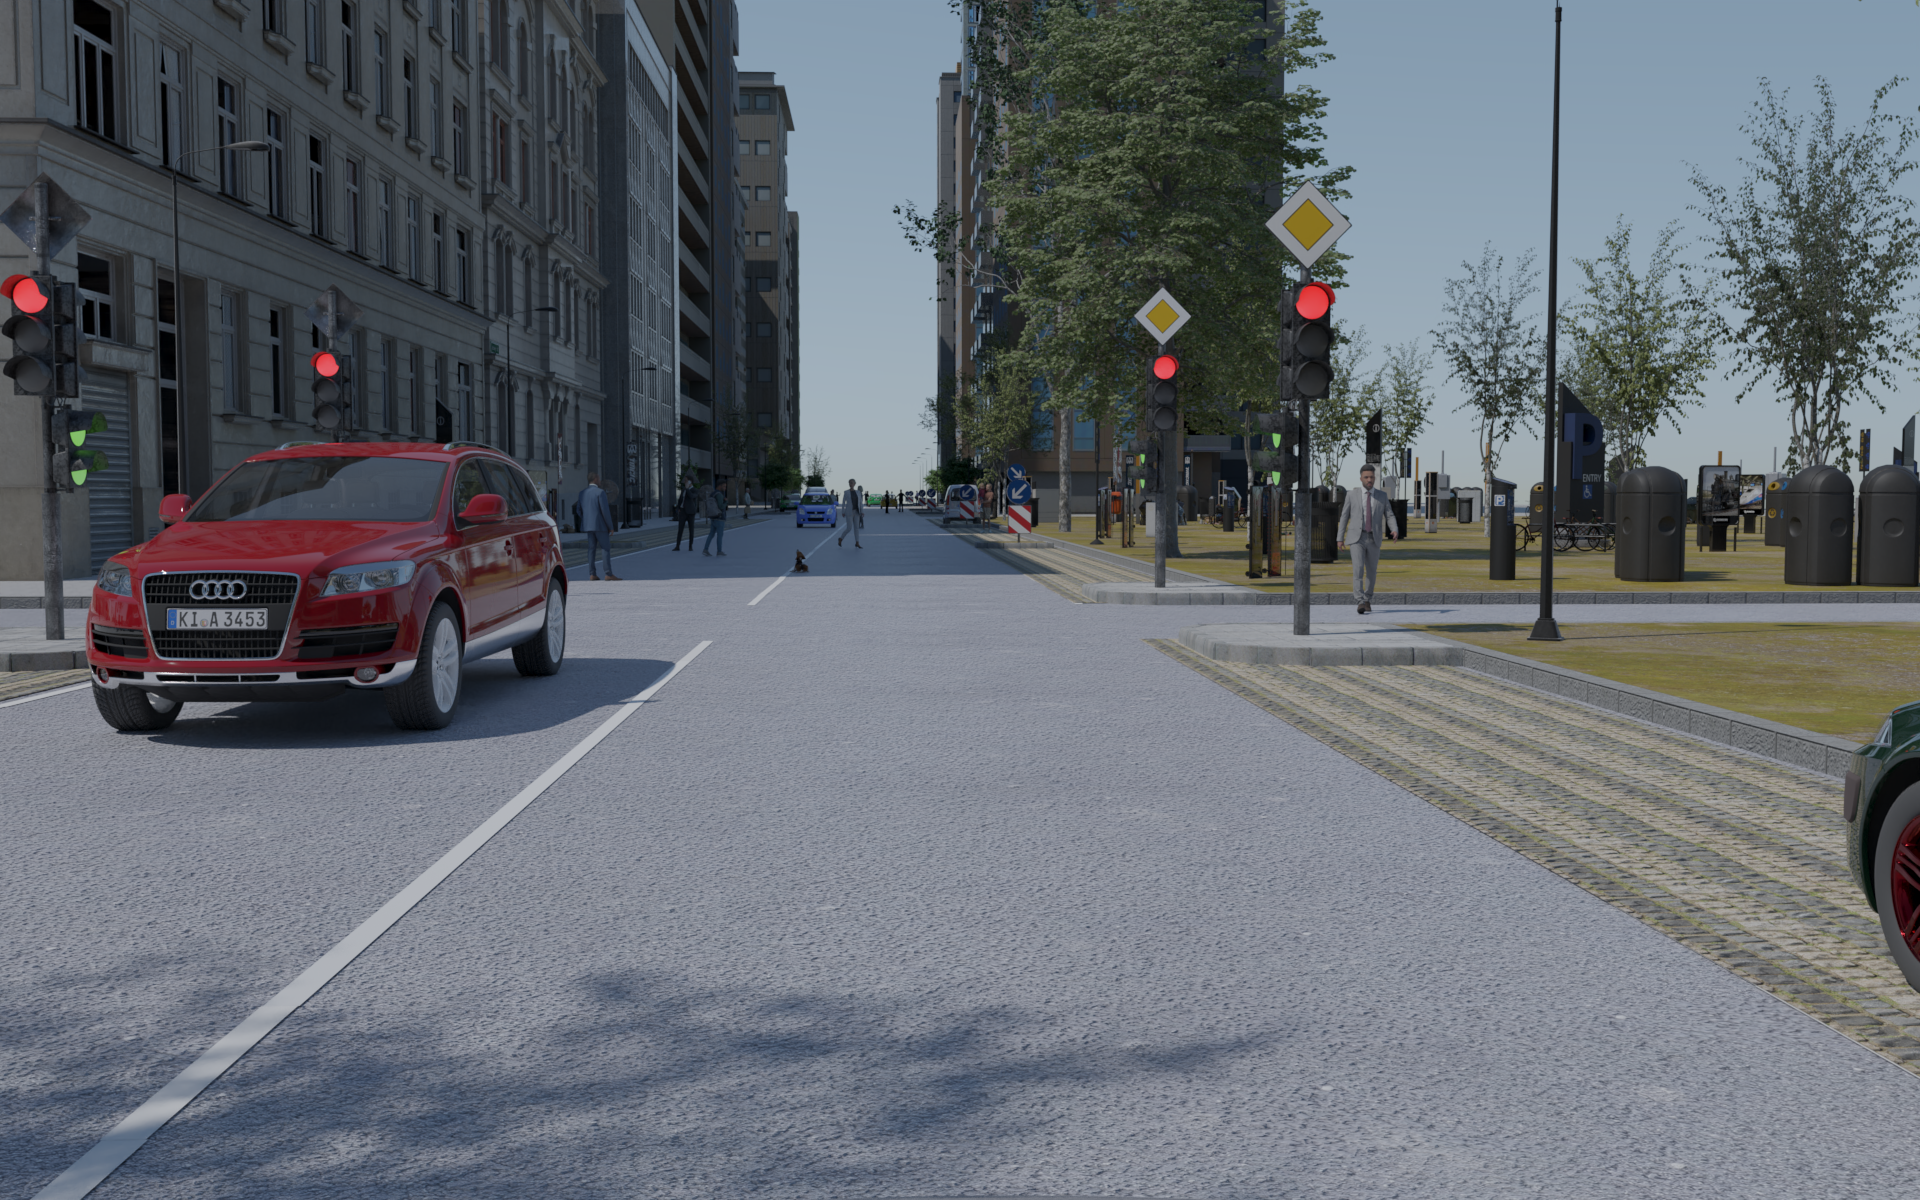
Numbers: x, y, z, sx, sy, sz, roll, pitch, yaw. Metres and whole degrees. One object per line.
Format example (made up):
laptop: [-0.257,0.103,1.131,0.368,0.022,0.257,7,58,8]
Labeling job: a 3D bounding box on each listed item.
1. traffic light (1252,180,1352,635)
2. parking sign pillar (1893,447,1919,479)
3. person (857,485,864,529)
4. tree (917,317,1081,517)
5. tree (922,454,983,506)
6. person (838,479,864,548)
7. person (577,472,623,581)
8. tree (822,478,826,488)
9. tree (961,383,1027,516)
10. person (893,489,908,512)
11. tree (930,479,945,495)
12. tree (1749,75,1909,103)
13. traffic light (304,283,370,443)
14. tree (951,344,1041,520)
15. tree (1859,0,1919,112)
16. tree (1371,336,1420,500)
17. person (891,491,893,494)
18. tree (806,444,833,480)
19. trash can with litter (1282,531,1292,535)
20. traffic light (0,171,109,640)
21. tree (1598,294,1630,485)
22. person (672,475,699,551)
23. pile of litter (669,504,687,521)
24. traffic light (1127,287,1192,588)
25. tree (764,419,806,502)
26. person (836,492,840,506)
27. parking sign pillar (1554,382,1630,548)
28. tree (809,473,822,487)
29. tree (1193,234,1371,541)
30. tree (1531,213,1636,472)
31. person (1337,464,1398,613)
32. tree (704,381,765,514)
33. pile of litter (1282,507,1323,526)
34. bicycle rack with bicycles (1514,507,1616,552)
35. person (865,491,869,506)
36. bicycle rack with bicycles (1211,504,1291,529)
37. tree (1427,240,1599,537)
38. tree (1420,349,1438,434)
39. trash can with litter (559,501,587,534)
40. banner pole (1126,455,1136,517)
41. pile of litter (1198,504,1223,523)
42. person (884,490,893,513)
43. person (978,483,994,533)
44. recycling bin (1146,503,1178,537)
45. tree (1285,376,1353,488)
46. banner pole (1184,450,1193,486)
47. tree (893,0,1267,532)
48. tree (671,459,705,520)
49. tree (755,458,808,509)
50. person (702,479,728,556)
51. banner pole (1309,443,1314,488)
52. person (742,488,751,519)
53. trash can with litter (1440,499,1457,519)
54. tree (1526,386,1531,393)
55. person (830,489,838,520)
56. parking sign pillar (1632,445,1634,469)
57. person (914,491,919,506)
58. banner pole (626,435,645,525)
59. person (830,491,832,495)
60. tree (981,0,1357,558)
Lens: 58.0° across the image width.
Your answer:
traffic light: [3.094,-1.636,15.667,0.839,4.253,0.868,0,4,-3]
parking sign pillar: [53.634,-6.713,98.223,1.447,3.967,1.447,0,4,4]
person: [-4.248,-3.882,72.148,0.526,1.800,0.537,1,4,21]
tree: [1.914,-9.640,92.032,8.767,10.594,7.601,-1,4,-13]
tree: [0.039,-8.784,127.325,4.285,4.588,4.351,0,3,0]
person: [-2.888,-2.289,45.803,0.818,1.842,0.514,3,5,41]
person: [-5.987,-1.218,28.595,0.721,1.800,0.419,1,4,20]
tree: [-20.815,-16.182,248.295,4.285,4.588,4.351,0,3,0]
tree: [2.056,-9.325,102.829,4.360,8.622,3.978,0,3,0]
person: [-4.715,-7.919,138.003,1.348,1.821,0.705,2,4,26]
tree: [-2.092,-11.681,185.585,1.663,3.219,1.824,0,3,0]
tree: [14.645,-4.856,29.763,4.360,8.622,3.978,0,3,0]
traffic light: [-8.322,-2.092,23.121,0.839,4.253,0.868,0,4,-3]
tree: [1.962,-8.176,84.048,4.737,8.622,4.395,0,3,0]
tree: [6.539,-3.636,9.810,4.737,8.622,4.395,0,3,0]
tree: [16.195,-7.546,73.736,4.737,8.622,4.395,0,3,0]
person: [-9.463,-14.255,241.576,0.705,1.824,1.348,-1,4,-20]
tree: [-21.270,-18.784,257.476,4.360,8.622,3.978,0,3,0]
trash can with litter: [9.809,-2.633,54.107,1.678,1.210,2.233,1,4,14]
traffic light: [-7.955,-1.604,15.144,0.839,4.253,0.868,0,4,-3]
tree: [23.839,-6.809,61.692,4.360,8.622,3.978,0,3,0]
person: [-6.906,-2.191,43.691,0.648,1.900,0.474,1,4,16]
pile of litter: [-13.177,-4.158,81.954,1.176,0.858,1.719,-1,4,-12]
traffic light: [2.726,-2.124,23.643,0.839,4.253,0.868,0,4,-3]
tree: [-17.364,-13.359,168.786,4.737,8.622,4.395,0,3,0]
person: [-14.886,-12.397,211.993,0.742,1.727,0.445,1,4,23]
parking sign pillar: [15.046,-3.272,41.968,1.447,3.967,1.447,-2,4,-33]
tree: [-17.984,-12.377,186.076,4.285,4.588,4.351,0,3,0]
tree: [8.142,-5.905,46.905,4.737,8.622,4.395,0,3,0]
tree: [18.086,-5.858,46.137,4.737,8.622,4.395,0,3,0]
person: [4.904,-0.740,20.878,0.678,1.792,0.850,0,4,5]
tree: [-14.447,-9.883,111.947,4.360,8.622,3.978,0,3,0]
pile of litter: [13.901,-3.441,70.223,1.176,0.858,1.719,-2,4,-31]
bicycle rack with bicycles: [14.043,-1.574,39.113,2.925,0.926,2.852,3,4,36]
person: [-10.755,-11.837,202.172,0.705,1.807,1.348,-2,4,-30]
bicycle rack with bicycles: [11.001,-3.171,65.230,2.925,0.926,2.852,1,4,12]
tree: [15.891,-6.166,51.170,4.360,8.622,3.978,0,3,0]
tree: [20.561,-8.022,81.519,4.737,8.622,4.395,0,3,0]
trash can with litter: [-12.527,-2.764,56.575,0.624,1.170,1.055,3,4,38]
banner pole: [9.732,-6.586,97.697,0.863,3.779,0.401,0,4,-5]
pile of litter: [11.390,-3.855,76.997,1.719,0.858,1.176,0,4,-4]
person: [-5.341,-7.309,128.721,0.721,1.735,1.217,-2,4,-30]
person: [0.922,-3.391,63.911,0.580,1.828,0.573,-1,4,-15]
recycling bin: [5.994,-2.376,51.398,0.722,1.027,0.722,3,4,36]
tree: [19.862,-8.877,95.505,4.360,8.622,3.978,0,3,0]
banner pole: [12.925,-6.585,97.685,0.401,3.779,0.863,-2,4,-34]
tree: [4.105,-12.450,59.443,12.611,20.169,13.585,0,3,0]
tree: [-13.478,-5.658,87.110,1.663,3.219,1.824,0,3,0]
tree: [-16.675,-10.438,154.380,4.285,4.588,4.351,0,3,0]
person: [-5.569,-1.893,39.803,0.623,1.781,0.721,3,5,44]
banner pole: [16.992,-5.768,84.321,0.401,3.779,0.863,-3,4,-37]
person: [-11.966,-5.387,97.070,0.515,1.767,0.782,0,4,-3]
trash can with litter: [25.458,-4.821,89.887,2.233,1.210,1.678,2,4,30]
tree: [25.922,-7.443,72.062,4.737,8.622,4.395,0,3,0]
person: [-6.952,-5.210,94.693,0.512,1.701,0.522,-1,4,-22]
parking sign pillar: [36.309,-6.524,95.141,1.447,3.967,1.447,1,4,22]
person: [-5.098,-11.896,202.863,0.599,1.838,0.709,3,5,39]
banner pole: [-13.641,-5.072,72.944,0.863,3.779,0.401,-1,4,-20]
person: [-14.470,-11.358,194.290,0.705,1.812,1.348,1,4,14]
tree: [4.100,-7.108,34.350,7.486,12.596,7.792,0,3,0]
